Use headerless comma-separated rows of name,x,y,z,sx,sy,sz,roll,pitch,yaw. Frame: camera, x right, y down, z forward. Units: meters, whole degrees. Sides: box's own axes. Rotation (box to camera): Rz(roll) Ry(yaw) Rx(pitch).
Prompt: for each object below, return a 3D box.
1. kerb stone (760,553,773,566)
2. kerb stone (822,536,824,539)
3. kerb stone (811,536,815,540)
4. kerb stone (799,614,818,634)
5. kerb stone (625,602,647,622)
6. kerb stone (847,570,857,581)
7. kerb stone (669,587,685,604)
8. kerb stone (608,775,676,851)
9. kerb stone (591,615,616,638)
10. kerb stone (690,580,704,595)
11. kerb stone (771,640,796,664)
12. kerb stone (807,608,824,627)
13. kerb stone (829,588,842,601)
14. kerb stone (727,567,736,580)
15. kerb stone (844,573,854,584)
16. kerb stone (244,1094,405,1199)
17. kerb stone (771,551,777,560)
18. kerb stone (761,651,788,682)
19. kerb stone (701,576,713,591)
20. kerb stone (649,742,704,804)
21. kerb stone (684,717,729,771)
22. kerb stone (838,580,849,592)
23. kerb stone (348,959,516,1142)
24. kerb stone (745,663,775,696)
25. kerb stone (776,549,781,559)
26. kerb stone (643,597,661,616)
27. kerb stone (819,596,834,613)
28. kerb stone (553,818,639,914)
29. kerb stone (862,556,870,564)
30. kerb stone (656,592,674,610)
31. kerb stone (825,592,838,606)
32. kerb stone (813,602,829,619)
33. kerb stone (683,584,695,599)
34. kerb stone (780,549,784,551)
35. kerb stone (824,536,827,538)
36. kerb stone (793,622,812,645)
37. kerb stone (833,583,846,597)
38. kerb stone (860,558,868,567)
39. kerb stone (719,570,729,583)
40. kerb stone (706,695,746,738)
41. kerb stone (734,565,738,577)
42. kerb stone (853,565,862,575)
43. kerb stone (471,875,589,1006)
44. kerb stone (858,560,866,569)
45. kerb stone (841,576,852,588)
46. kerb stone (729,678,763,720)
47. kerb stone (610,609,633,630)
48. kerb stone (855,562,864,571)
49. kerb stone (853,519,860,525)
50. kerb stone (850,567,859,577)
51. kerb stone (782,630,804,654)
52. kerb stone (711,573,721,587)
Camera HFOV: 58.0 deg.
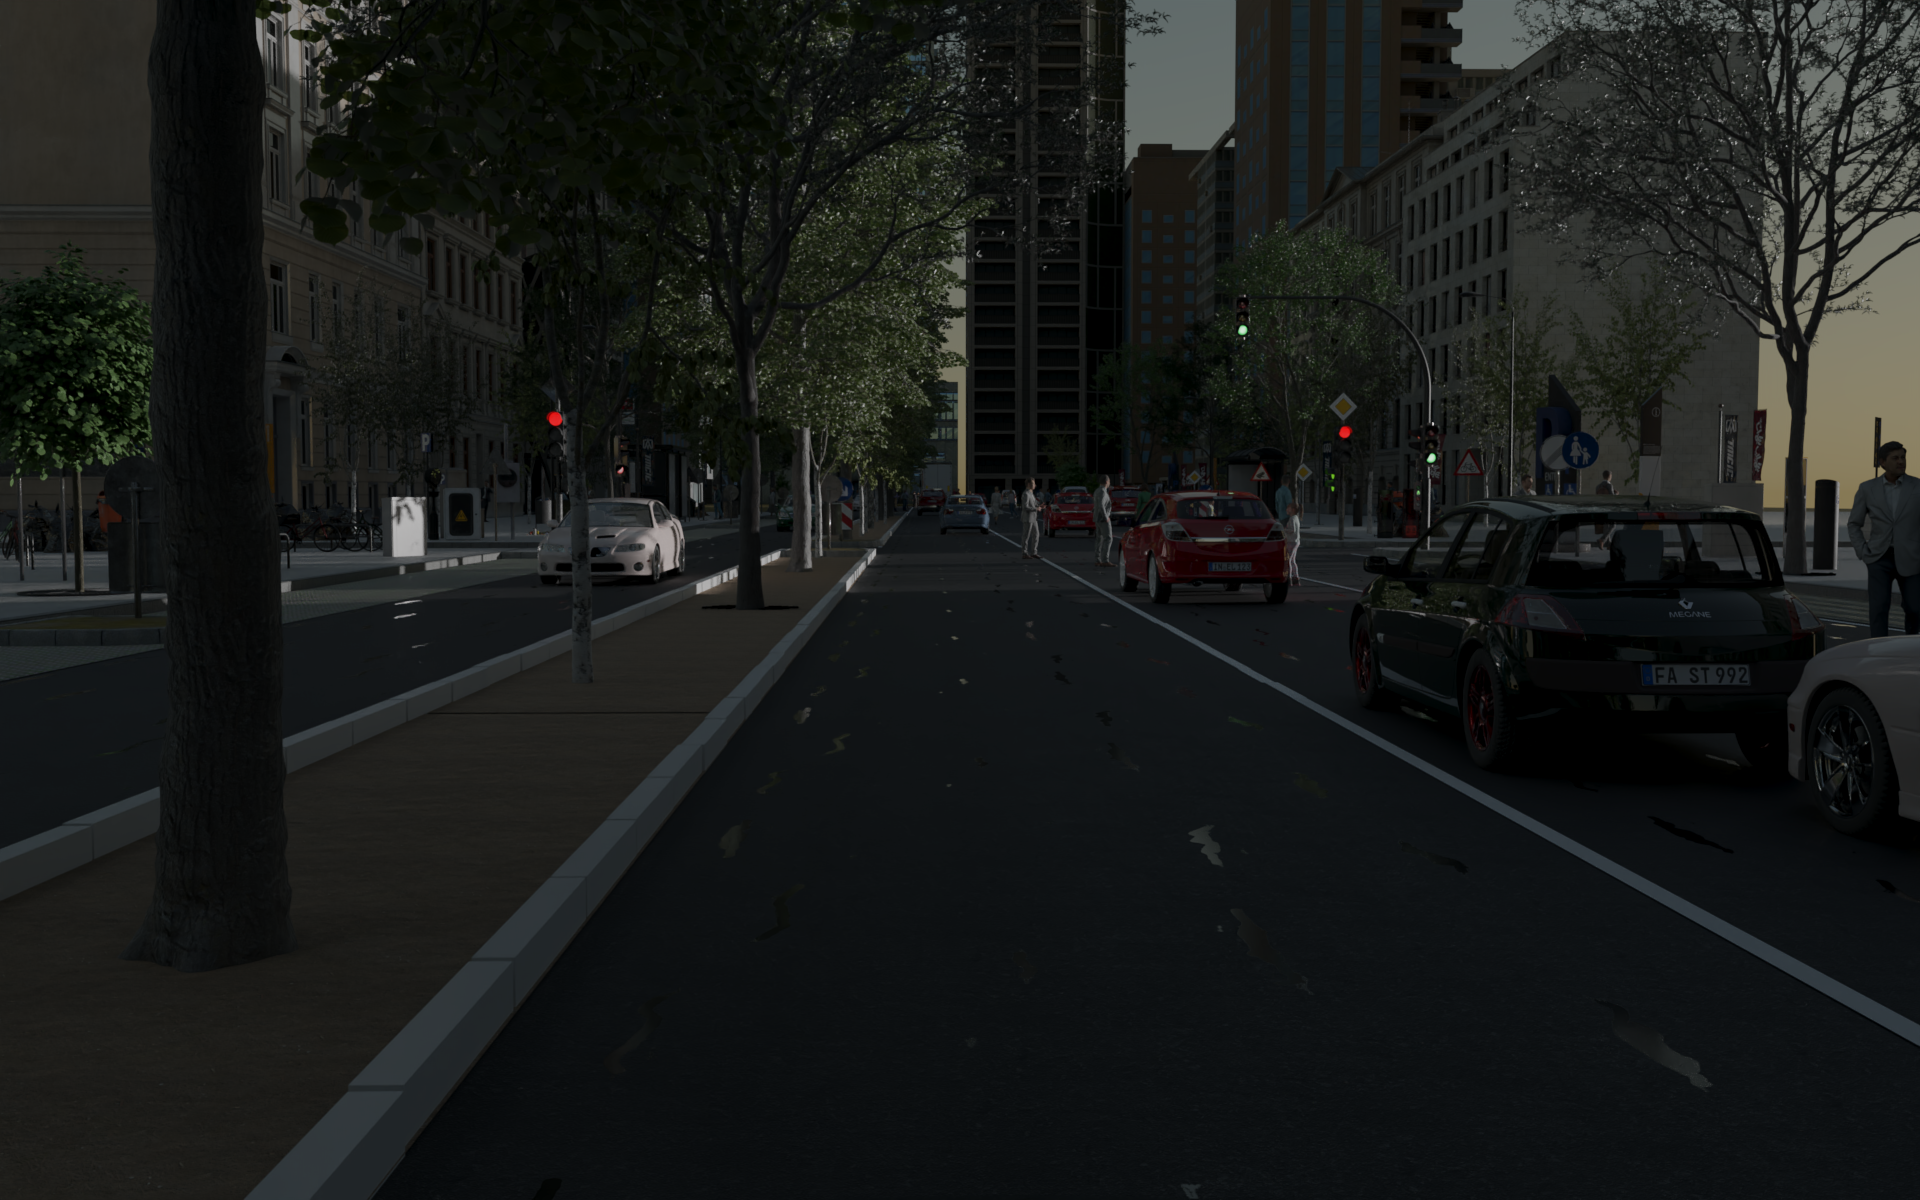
kerb stone,-4.045,-0.844,35.992,0.120,0.150,1.000,0,4,-1
kerb stone,-4.409,-1.939,53.890,0.120,0.150,1.000,0,4,-1
kerb stone,-4.395,-1.876,52.868,0.120,0.150,1.000,0,4,-1
kerb stone,-1.559,0.281,17.608,0.120,0.150,1.000,0,4,-1
kerb stone,-3.701,0.161,19.565,0.120,0.150,1.000,0,4,-1
kerb stone,-1.775,-0.346,27.845,0.120,0.150,1.000,0,4,-1
kerb stone,-3.765,-0.029,22.662,0.120,0.150,1.000,0,4,-1
kerb stone,-1.348,0.909,7.344,0.120,0.150,1.000,0,4,-1
kerb stone,-3.656,0.287,17.507,0.120,0.150,1.000,0,4,-1
kerb stone,-3.810,-0.153,24.714,0.120,0.150,1.000,0,4,-1
kerb stone,-1.498,0.471,14.533,0.120,0.150,1.000,0,4,-1
kerb stone,-1.580,0.219,18.630,0.120,0.150,1.000,0,4,-1
kerb stone,-1.669,-0.021,22.727,0.120,0.150,1.000,0,4,-1
kerb stone,-3.889,-0.405,28.812,0.120,0.150,1.000,0,4,-1
kerb stone,-1.754,-0.282,26.824,0.120,0.150,1.000,0,4,-1
kerb stone,-1.251,1.166,3.246,0.120,0.150,1.000,0,4,-1
kerb stone,-4.059,-0.905,37.014,0.120,0.150,1.000,0,4,-1
kerb stone,-1.464,0.535,13.503,0.120,0.150,1.000,0,4,-1
kerb stone,-3.826,-0.217,25.747,0.120,0.150,1.000,0,4,-1
kerb stone,-1.371,0.846,8.366,0.120,0.150,1.000,0,4,-1
kerb stone,-1.382,0.786,9.399,0.120,0.150,1.000,0,4,-1
kerb stone,-1.703,-0.156,24.774,0.120,0.150,1.000,0,4,-1
kerb stone,-1.281,1.099,4.270,0.120,0.150,1.000,0,4,-1
kerb stone,-1.452,0.597,12.479,0.120,0.150,1.000,0,4,-1
kerb stone,-4.083,-0.969,38.043,0.120,0.150,1.000,0,4,-1
kerb stone,-3.718,0.098,20.597,0.120,0.150,1.000,0,4,-1
kerb stone,-1.622,0.093,20.681,0.120,0.150,1.000,0,4,-1
kerb stone,-1.324,0.972,6.321,0.120,0.150,1.000,0,4,-1
kerb stone,-1.895,-0.721,33.987,0.120,0.150,1.000,0,4,-1
kerb stone,-3.739,0.034,21.632,0.120,0.150,1.000,0,4,-1
kerb stone,-1.644,0.030,21.703,0.120,0.150,1.000,0,4,-1
kerb stone,-1.602,0.156,19.652,0.120,0.150,1.000,0,4,-1
kerb stone,-3.779,-0.086,23.685,0.120,0.150,1.000,0,4,-1
kerb stone,-4.106,-1.032,39.065,0.120,0.150,1.000,0,4,-1
kerb stone,-4.504,-2.190,58.000,0.120,0.150,1.000,0,4,-1
kerb stone,-1.534,0.350,16.576,0.120,0.150,1.000,0,4,-1
kerb stone,-1.682,-0.093,23.748,0.120,0.150,1.000,0,4,-1
kerb stone,-1.881,-0.654,32.956,0.120,0.150,1.000,0,4,-1
kerb stone,-3.870,-0.342,27.790,0.120,0.150,1.000,0,4,-1
kerb stone,-1.413,0.722,10.421,0.120,0.150,1.000,0,4,-1
kerb stone,-3.913,-0.468,29.848,0.120,0.150,1.000,0,4,-1
kerb stone,-1.816,-0.470,29.889,0.120,0.150,1.000,0,4,-1
kerb stone,-1.302,1.034,5.295,0.120,0.150,1.000,0,4,-1
kerb stone,-1.864,-0.596,31.932,0.120,0.150,1.000,0,4,-1
kerb stone,-1.727,-0.220,25.797,0.120,0.150,1.000,0,4,-1
kerb stone,-1.425,0.657,11.448,0.120,0.150,1.000,0,4,-1
kerb stone,-3.674,0.227,18.536,0.120,0.150,1.000,0,4,-1
kerb stone,-1.841,-0.530,30.911,0.120,0.150,1.000,0,4,-1
kerb stone,-5.062,-3.822,84.677,0.120,0.150,1.000,0,4,-1
kerb stone,-1.797,-0.408,28.867,0.120,0.150,1.000,0,4,-1
kerb stone,-1.518,0.406,15.554,0.120,0.150,1.000,0,4,-1
kerb stone,-3.847,-0.280,26.769,0.120,0.150,1.000,0,4,-1
